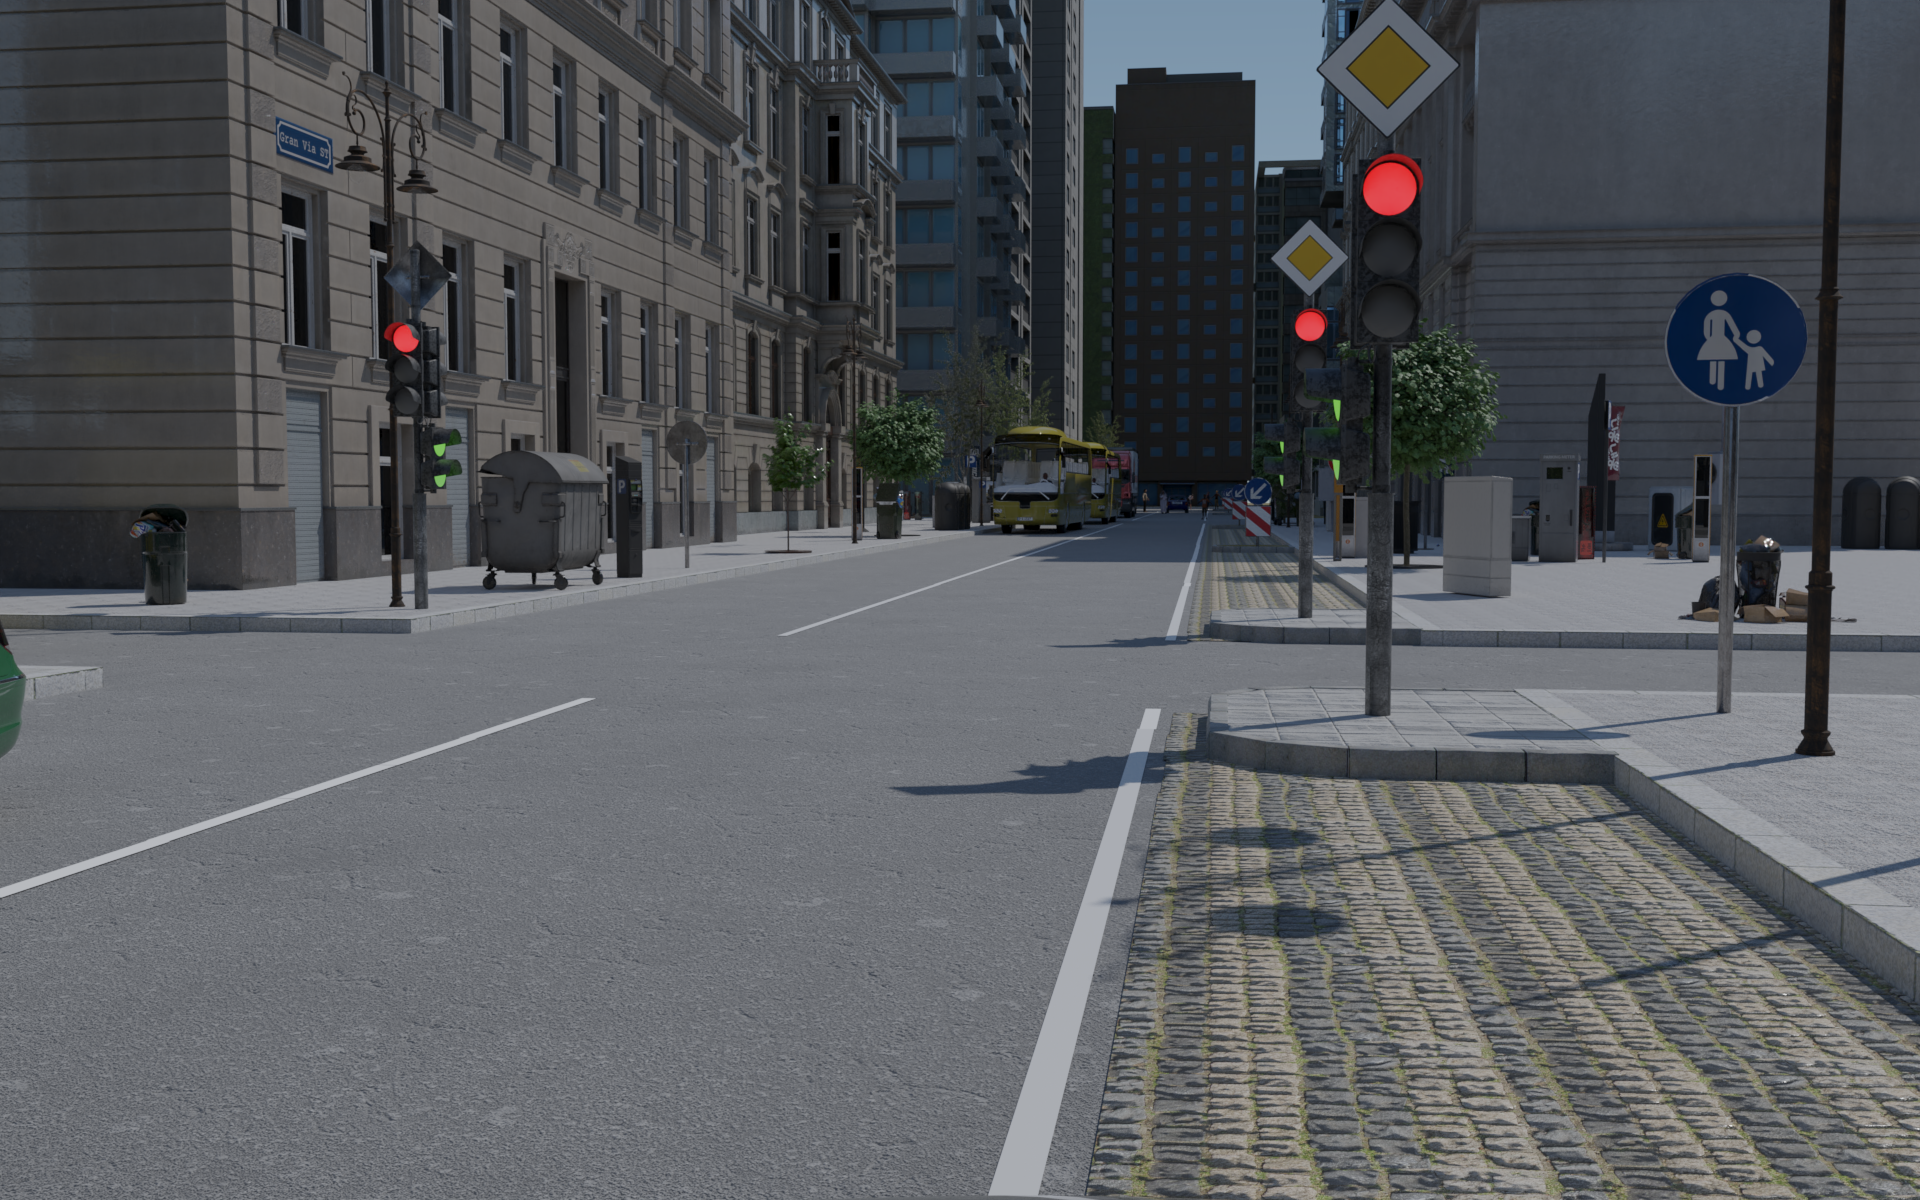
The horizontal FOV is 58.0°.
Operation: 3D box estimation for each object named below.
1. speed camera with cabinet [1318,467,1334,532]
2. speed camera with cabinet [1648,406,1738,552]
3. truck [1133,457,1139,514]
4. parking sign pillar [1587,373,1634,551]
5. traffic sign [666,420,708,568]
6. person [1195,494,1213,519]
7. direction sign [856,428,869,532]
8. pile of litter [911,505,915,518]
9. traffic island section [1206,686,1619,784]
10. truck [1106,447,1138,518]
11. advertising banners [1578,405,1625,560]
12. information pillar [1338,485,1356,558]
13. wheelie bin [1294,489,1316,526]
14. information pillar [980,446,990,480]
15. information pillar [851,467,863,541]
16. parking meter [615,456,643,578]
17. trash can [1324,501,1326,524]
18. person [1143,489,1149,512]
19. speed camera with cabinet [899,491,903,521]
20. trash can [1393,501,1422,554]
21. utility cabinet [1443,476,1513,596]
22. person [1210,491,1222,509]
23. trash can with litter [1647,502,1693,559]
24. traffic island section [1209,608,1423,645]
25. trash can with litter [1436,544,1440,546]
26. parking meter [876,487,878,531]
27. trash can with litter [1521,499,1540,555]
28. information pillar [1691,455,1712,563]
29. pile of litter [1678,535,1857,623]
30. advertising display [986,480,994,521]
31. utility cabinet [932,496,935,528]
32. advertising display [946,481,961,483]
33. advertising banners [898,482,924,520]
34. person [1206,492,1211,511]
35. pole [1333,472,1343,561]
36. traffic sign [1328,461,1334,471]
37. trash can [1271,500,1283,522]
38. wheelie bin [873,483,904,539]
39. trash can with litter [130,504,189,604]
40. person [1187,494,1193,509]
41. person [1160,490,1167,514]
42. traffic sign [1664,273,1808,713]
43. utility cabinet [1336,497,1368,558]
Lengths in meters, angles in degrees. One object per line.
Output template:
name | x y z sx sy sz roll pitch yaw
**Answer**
speed camera with cabinet | 12.778 -3.968 59.218 0.660 3.252 2.038 2 4 27
speed camera with cabinet | 16.217 -2.692 38.351 0.660 3.252 2.038 -1 4 -22
truck | 11.314 -8.212 123.187 2.839 4.237 11.283 0 4 7
parking sign pillar | 14.584 -3.113 39.371 1.447 3.967 1.447 1 4 11
traffic sign | -4.731 -1.826 29.954 0.768 2.556 0.104 1 4 14
person | 13.794 -5.257 97.718 1.065 1.426 0.557 2 4 24
direction sign | -3.274 -4.081 58.720 0.379 3.537 0.876 -3 4 -36
pile of litter | -2.498 -4.751 91.642 1.176 0.858 1.719 2 4 31
traffic island section | 2.448 0.747 10.061 2.009 0.180 2.903 1 4 8
truck | 9.466 -7.168 106.111 2.839 4.237 11.283 0 4 8
advertising banners | 12.221 -2.304 33.857 2.074 3.025 0.090 -2 4 -26
information pillar | 7.728 -1.840 34.584 0.304 2.012 0.304 0 4 3
wheelie bin | 13.629 -3.710 68.569 0.693 1.594 0.980 3 4 36
information pillar | 1.236 -5.658 83.870 0.504 3.616 0.183 1 4 17
information pillar | -2.842 -2.647 47.775 0.304 2.012 0.304 0 4 -2
parking meter | -5.068 -1.274 26.547 0.399 1.863 0.255 3 5 43
trash can | 15.019 -3.569 70.004 0.748 1.137 0.748 0 3 0
person | 14.613 -7.832 136.555 0.705 1.823 1.348 2 4 23
speed camera with cabinet | -3.642 -5.457 83.557 2.038 3.252 0.660 3 5 43
trash can | 9.561 -1.570 37.322 0.748 1.137 0.748 0 3 0
utility cabinet | 6.550 -0.809 21.914 0.318 1.500 1.173 -1 4 -13
person | 23.661 -9.233 159.982 1.217 1.766 0.721 -2 4 -26
trash can with litter | 14.186 -1.398 34.239 1.055 1.170 0.624 1 4 14
traffic island section | 3.601 0.264 17.963 2.009 0.180 2.903 1 4 8
trash can with litter | 12.506 -1.915 42.365 1.678 1.210 2.233 0 4 7
parking meter | -2.620 -3.045 58.199 0.372 1.533 0.369 0 3 0
trash can with litter | 12.280 -1.533 36.452 0.624 1.170 1.055 3 4 38
information pillar | 13.923 -1.714 32.514 0.304 2.012 0.304 1 4 20
pile of litter | 8.233 -0.222 17.597 1.719 0.858 1.176 1 4 22
advertising display | 1.470 -4.678 81.693 0.974 1.923 0.123 -2 4 -35
utility cabinet | -0.532 -3.359 66.075 1.020 1.237 0.306 1 4 22
advertising display | -0.351 -5.029 87.431 0.974 1.923 0.123 3 5 42
advertising banners | -2.611 -5.468 85.589 2.074 3.025 0.090 3 5 40
person | 20.841 -8.288 145.481 0.415 1.643 0.593 0 4 8
pole | 7.213 -2.395 32.995 0.158 3.312 0.155 0 3 0
traffic sign | 9.929 -2.742 44.942 0.768 2.556 0.104 1 4 14
trash can | 14.820 -4.236 80.904 0.748 1.137 0.748 0 3 0
wheelie bin | -2.025 -2.541 49.459 0.980 1.594 0.693 1 4 18
trash can with litter | -9.393 -0.547 20.338 0.624 1.170 1.055 -2 4 -25
person | 20.865 -8.879 156.867 0.799 1.438 0.628 2 4 28
person | 14.710 -7.107 125.375 0.551 1.740 0.621 0 4 -7
traffic sign | 4.483 -0.611 10.089 0.768 2.556 0.104 1 4 14
utility cabinet | 8.086 -1.452 34.895 1.020 1.237 0.306 0 4 7
